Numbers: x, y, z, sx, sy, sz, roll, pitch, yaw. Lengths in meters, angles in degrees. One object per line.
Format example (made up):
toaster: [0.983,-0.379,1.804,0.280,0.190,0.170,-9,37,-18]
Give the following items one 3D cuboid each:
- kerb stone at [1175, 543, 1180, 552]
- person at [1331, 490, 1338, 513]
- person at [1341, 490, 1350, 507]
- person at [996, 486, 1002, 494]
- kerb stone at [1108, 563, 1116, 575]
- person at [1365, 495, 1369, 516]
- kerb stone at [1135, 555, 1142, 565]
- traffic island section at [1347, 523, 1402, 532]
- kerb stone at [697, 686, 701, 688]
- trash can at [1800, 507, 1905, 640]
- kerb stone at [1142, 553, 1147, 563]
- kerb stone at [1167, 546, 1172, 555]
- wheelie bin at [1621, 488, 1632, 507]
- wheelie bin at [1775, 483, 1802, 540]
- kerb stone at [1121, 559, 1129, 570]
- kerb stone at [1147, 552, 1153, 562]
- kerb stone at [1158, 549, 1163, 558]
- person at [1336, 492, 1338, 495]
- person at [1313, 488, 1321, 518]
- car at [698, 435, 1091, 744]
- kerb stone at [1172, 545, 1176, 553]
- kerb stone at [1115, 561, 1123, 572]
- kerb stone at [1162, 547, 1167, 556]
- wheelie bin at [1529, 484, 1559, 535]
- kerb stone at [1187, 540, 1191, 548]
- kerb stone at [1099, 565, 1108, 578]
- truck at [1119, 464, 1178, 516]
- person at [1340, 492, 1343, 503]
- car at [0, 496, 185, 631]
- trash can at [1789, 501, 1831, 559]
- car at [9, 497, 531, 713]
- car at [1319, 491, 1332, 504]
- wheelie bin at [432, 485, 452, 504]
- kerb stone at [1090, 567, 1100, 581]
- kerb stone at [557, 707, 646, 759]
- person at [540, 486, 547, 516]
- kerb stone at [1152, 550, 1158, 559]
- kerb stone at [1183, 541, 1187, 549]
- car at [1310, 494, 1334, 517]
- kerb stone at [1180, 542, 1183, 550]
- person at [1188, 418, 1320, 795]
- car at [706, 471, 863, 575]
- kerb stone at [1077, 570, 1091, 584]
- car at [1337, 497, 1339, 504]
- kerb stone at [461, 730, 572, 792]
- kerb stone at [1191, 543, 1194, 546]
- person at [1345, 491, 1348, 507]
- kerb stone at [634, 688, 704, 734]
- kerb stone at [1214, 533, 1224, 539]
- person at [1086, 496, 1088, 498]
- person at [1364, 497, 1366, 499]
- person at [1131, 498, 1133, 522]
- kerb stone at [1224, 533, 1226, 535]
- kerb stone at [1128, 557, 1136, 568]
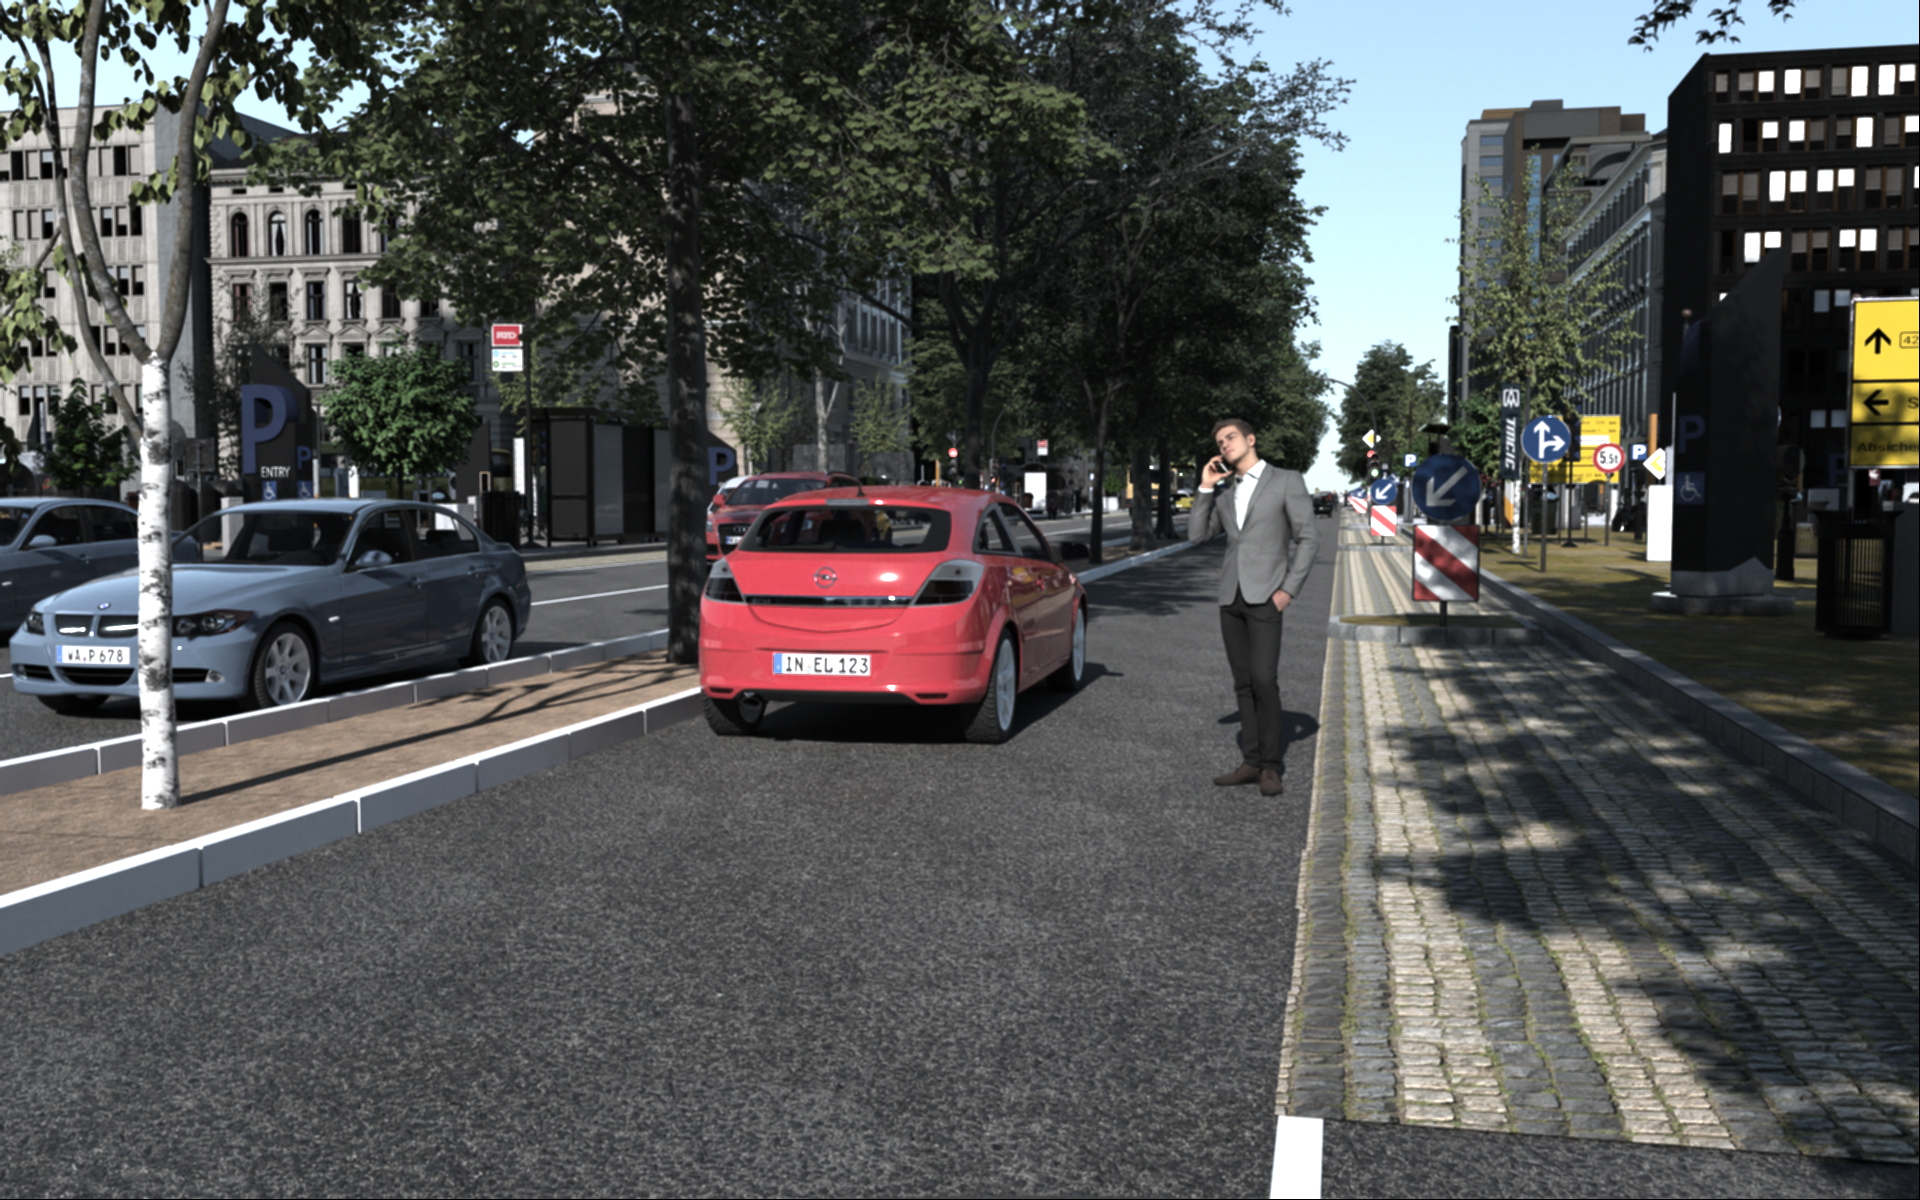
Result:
kerb stone: [5.266,-1.260,42.843,0.120,0.150,1.000,1,4,12]
person: [29.117,-7.695,134.727,0.576,1.772,0.534,1,4,14]
person: [42.622,-11.204,191.310,1.348,1.869,0.705,-1,4,-19]
person: [1.838,-4.481,81.865,0.391,1.810,0.635,0,4,-7]
kerb stone: [2.606,-0.529,30.837,0.120,0.150,1.000,1,4,12]
person: [25.041,-5.954,106.022,0.466,1.800,0.511,1,4,23]
kerb stone: [3.491,-0.773,34.840,0.120,0.150,1.000,1,4,12]
traffic island section: [16.203,-2.782,67.759,2.009,0.180,2.903,1,4,12]
kerb stone: [-1.608,0.634,11.823,0.120,0.150,1.000,1,4,12]
trash can: [7.941,-0.227,15.369,0.748,1.137,0.748,0,3,0]
kerb stone: [3.712,-0.833,35.838,0.120,0.150,1.000,1,4,12]
kerb stone: [4.827,-1.138,40.840,0.120,0.150,1.000,1,4,12]
wheelie bin: [35.144,-5.067,90.745,0.980,1.594,0.693,2,4,27]
wheelie bin: [23.273,-2.506,48.873,0.980,1.594,0.693,0,4,3]
kerb stone: [3.043,-0.651,32.844,0.120,0.150,1.000,1,4,12]
kerb stone: [3.939,-0.895,36.834,0.120,0.150,1.000,1,4,12]
kerb stone: [4.382,-1.015,38.831,0.120,0.150,1.000,1,4,12]
person: [63.660,-17.345,293.013,0.541,1.710,0.530,2,4,30]
person: [21.097,-5.744,102.589,0.709,1.800,0.728,-1,4,-12]
car: [-0.269,-0.152,11.534,2.155,1.783,4.494,1,4,13]
kerb stone: [5.044,-1.196,41.844,0.120,0.150,1.000,1,4,12]
kerb stone: [2.828,-0.585,31.841,0.120,0.150,1.000,1,4,12]
kerb stone: [4.599,-1.077,39.830,0.120,0.150,1.000,1,4,12]
wheelie bin: [18.361,-2.845,54.428,0.693,1.594,0.980,-2,4,-31]
kerb stone: [5.932,-1.445,45.849,0.120,0.150,1.000,1,4,12]
kerb stone: [2.377,-0.467,29.833,0.120,0.150,1.000,1,4,12]
truck: [12.499,-7.143,112.708,3.469,3.379,9.791,1,4,12]
person: [60.501,-16.250,274.863,0.551,1.740,0.621,1,4,12]
car: [-9.514,-0.322,17.273,2.014,1.417,4.499,1,4,12]
trash can: [16.881,-1.394,34.447,0.748,1.137,0.748,0,3,0]
car: [-4.800,-0.044,12.722,2.014,1.417,4.499,1,4,13]
car: [45.297,-12.600,214.678,2.281,1.827,5.304,1,4,12]
wheelie bin: [-18.275,-3.239,60.862,0.693,1.594,0.980,-2,4,-33]
kerb stone: [2.161,-0.406,28.834,0.120,0.150,1.000,1,4,12]
kerb stone: [-2.049,0.757,9.825,0.120,0.150,1.000,1,4,12]
person: [-19.627,-4.448,81.478,0.529,1.795,0.600,1,4,15]
kerb stone: [4.149,-0.957,37.835,0.120,0.150,1.000,1,4,12]
kerb stone: [5.711,-1.385,44.844,0.120,0.150,1.000,1,4,12]
car: [22.256,-5.988,107.693,2.009,1.686,4.222,1,4,11]
kerb stone: [5.478,-1.324,43.843,0.120,0.150,1.000,1,4,12]
person: [1.423,0.014,8.451,0.473,1.802,0.592,-2,4,-28]
car: [-2.743,-1.210,28.451,2.281,1.827,5.304,1,4,11]
kerb stone: [1.937,-0.344,27.833,0.120,0.150,1.000,1,4,12]
car: [56.338,-15.294,261.852,2.131,1.459,4.920,1,4,14]
kerb stone: [-2.266,0.818,8.826,0.120,0.150,1.000,1,4,12]
kerb stone: [6.146,-1.506,46.849,0.120,0.150,1.000,1,4,12]
person: [39.205,-10.172,175.727,0.530,1.710,0.541,3,5,40]
kerb stone: [-1.826,0.696,10.824,0.120,0.150,1.000,1,4,12]
kerb stone: [8.811,-2.244,58.883,0.120,0.150,1.000,1,4,12]
person: [17.534,-13.906,235.996,0.705,1.807,1.348,2,4,26]
person: [33.226,-8.079,141.599,0.522,1.701,0.512,1,4,10]
person: [8.033,-4.287,78.936,0.601,1.785,0.444,-3,5,-44]
kerb stone: [9.044,-2.305,59.879,0.120,0.150,1.000,1,4,12]
kerb stone: [3.263,-0.712,33.843,0.120,0.150,1.000,1,4,12]
